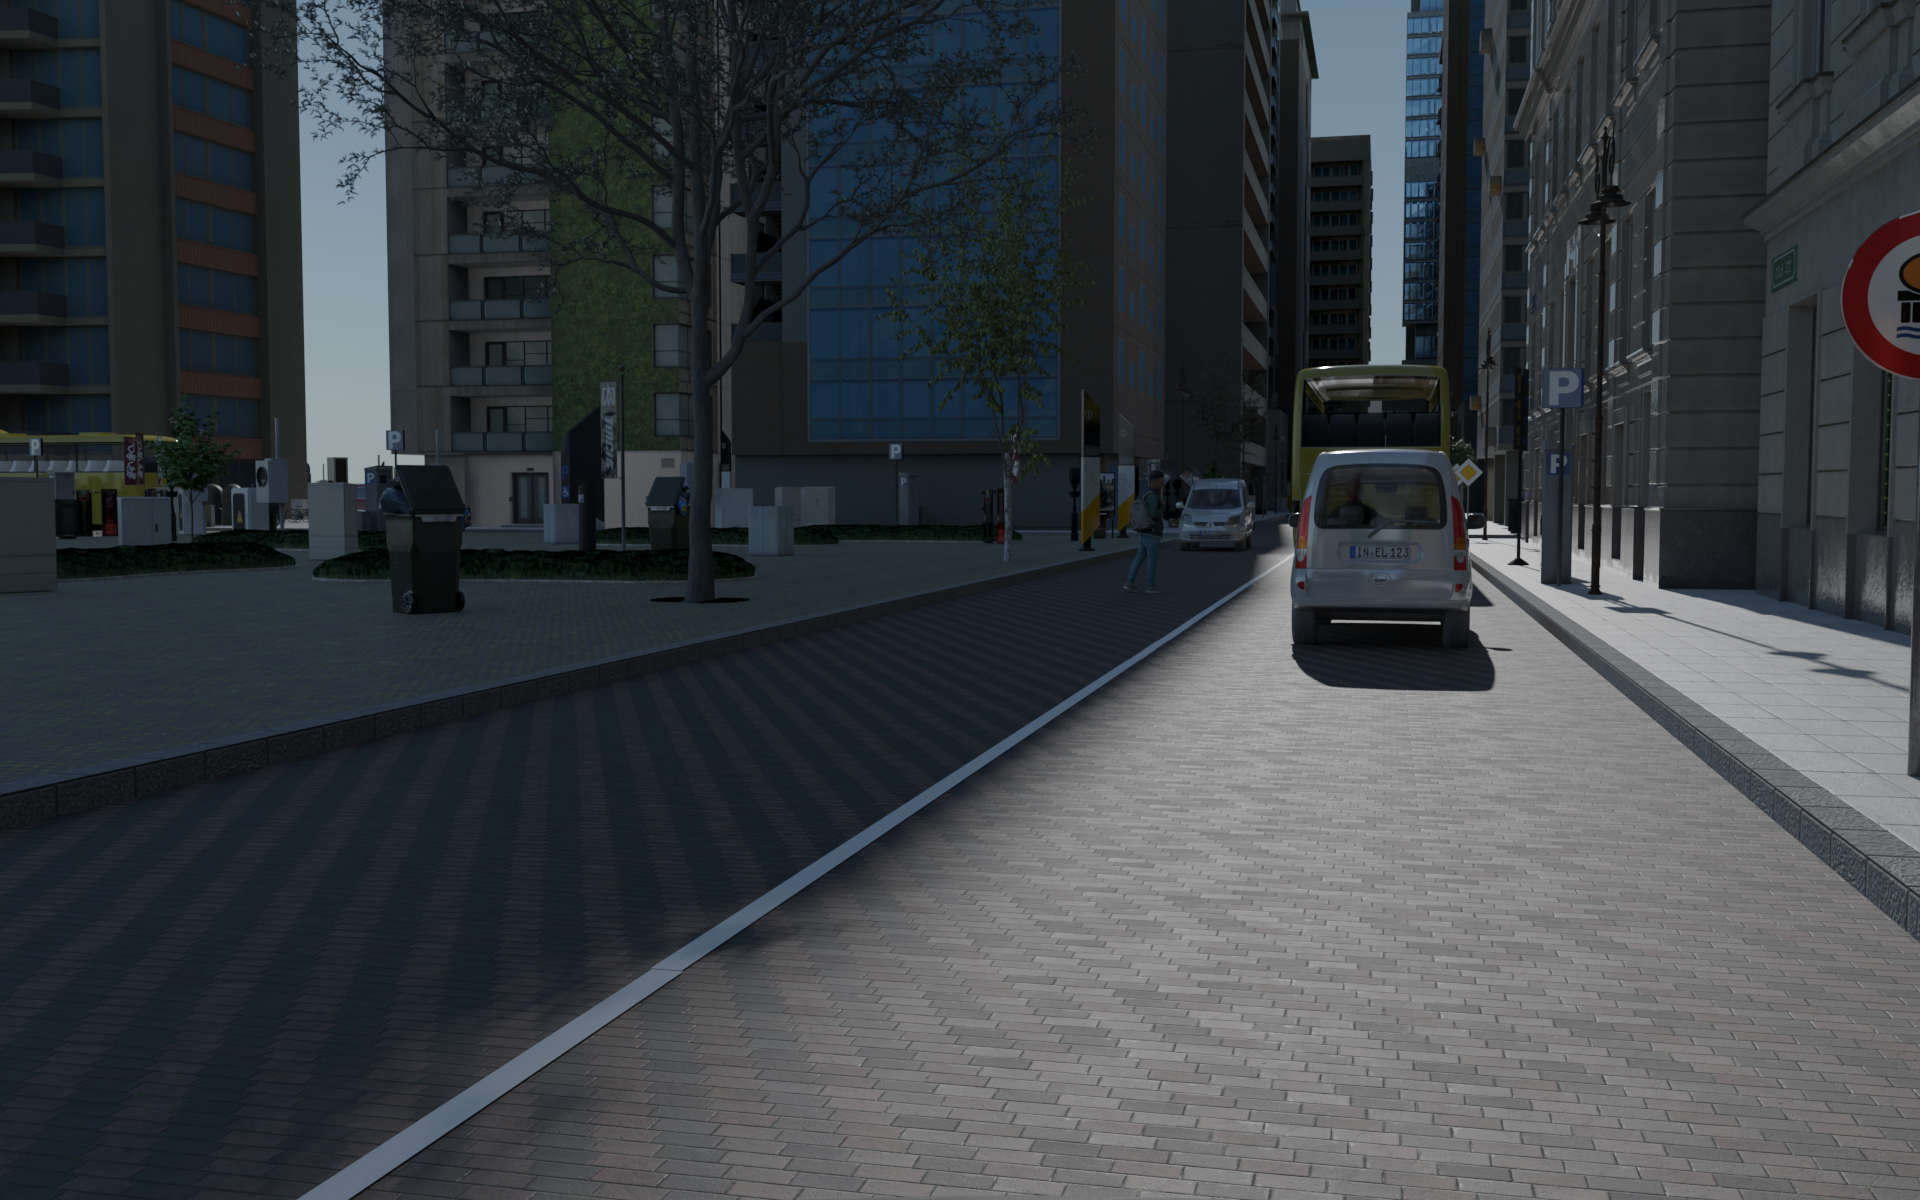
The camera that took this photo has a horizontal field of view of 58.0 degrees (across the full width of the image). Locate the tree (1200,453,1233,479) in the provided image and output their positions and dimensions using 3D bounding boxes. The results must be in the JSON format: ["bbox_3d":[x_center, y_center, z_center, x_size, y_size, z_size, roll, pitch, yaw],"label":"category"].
[{"bbox_3d":[11.814,-5.282,80.969,1.663,3.219,1.824,0,3,0],"label":"tree"}]

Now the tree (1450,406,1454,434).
[{"bbox_3d":[33.110,-10.630,124.163,4.737,8.622,4.395,0,3,0],"label":"tree"}]

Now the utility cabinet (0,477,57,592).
[{"bbox_3d":[-12.384,-0.842,22.441,0.318,1.500,1.173,2,4,35],"label":"utility cabinet"}]

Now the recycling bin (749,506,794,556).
[{"bbox_3d":[-3.925,-1.436,36.038,0.722,1.027,0.722,1,4,22],"label":"recycling bin"}]

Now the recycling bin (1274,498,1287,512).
[{"bbox_3d":[23.394,-6.956,126.290,0.722,1.027,0.722,2,4,35],"label":"recycling bin"}]

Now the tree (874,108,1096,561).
[{"bbox_3d":[0.746,-5.036,32.699,4.737,8.622,4.395,0,3,0],"label":"tree"}]

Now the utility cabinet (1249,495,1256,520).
[{"bbox_3d":[14.386,-4.529,85.203,0.306,1.237,1.020,1,4,11],"label":"utility cabinet"}]

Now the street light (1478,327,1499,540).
[{"bbox_3d":[14.628,-4.606,48.091,0.468,5.910,1.993,1,4,14],"label":"street light"}]

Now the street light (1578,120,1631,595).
[{"bbox_3d":[8.106,-3.006,21.931,0.468,5.910,1.993,1,4,14],"label":"street light"}]

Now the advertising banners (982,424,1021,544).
[{"bbox_3d":[1.056,-2.937,44.213,0.090,3.025,2.074,-2,4,-26],"label":"advertising banners"}]

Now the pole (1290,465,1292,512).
[{"bbox_3d":[23.308,-7.813,121.580,0.158,3.312,0.155,0,3,0],"label":"pole"}]

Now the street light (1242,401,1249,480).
[{"bbox_3d":[14.095,-6.929,86.069,0.468,5.910,1.993,1,4,14],"label":"street light"}]

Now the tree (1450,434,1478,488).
[{"bbox_3d":[26.162,-6.667,92.716,4.285,4.588,4.351,0,3,0],"label":"tree"}]

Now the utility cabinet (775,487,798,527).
[{"bbox_3d":[-5.292,-2.744,53.545,0.318,1.500,1.173,2,4,27],"label":"utility cabinet"}]

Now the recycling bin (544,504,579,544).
[{"bbox_3d":[-10.250,-1.960,44.593,0.722,1.027,0.722,-3,4,-36],"label":"recycling bin"}]

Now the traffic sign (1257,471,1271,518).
[{"bbox_3d":[16.608,-5.789,94.755,0.768,2.556,0.104,1,4,21],"label":"traffic sign"}]

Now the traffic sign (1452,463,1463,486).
[{"bbox_3d":[16.149,-3.224,56.349,0.795,2.450,0.064,1,4,14],"label":"traffic sign"}]

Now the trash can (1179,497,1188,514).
[{"bbox_3d":[11.144,-4.508,85.363,0.748,1.137,0.748,0,3,0],"label":"trash can"}]

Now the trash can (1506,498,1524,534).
[{"bbox_3d":[18.155,-2.735,56.365,0.748,1.137,0.748,0,3,0],"label":"trash can"}]

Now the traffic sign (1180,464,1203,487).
[{"bbox_3d":[7.806,-3.350,58.407,0.795,2.450,0.064,1,4,14],"label":"traffic sign"}]

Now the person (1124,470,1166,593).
[{"bbox_3d":[2.746,-0.993,25.086,0.721,1.781,0.623,-2,4,-28],"label":"person"}]

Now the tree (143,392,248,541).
[{"bbox_3d":[-14.772,-2.351,33.047,1.663,3.219,1.824,0,3,0],"label":"tree"}]

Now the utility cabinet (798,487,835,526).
[{"bbox_3d":[-4.284,-2.660,52.170,1.173,1.500,0.318,3,5,40],"label":"utility cabinet"}]

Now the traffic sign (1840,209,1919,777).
[{"bbox_3d":[4.356,-0.471,7.806,0.768,2.556,0.104,1,4,18],"label":"traffic sign"}]

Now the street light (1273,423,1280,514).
[{"bbox_3d":[20.481,-8.531,112.262,0.468,5.910,1.993,1,4,14],"label":"street light"}]

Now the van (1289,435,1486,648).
[{"bbox_3d":[4.331,-0.652,17.677,2.013,2.044,4.112,1,4,15],"label":"van"}]

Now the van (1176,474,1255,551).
[{"bbox_3d":[6.658,-2.315,44.855,2.013,2.044,4.112,1,4,13],"label":"van"}]

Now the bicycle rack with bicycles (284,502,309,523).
[{"bbox_3d":[-29.120,-3.947,77.910,2.925,0.926,2.852,1,4,15],"label":"bicycle rack with bicycles"}]

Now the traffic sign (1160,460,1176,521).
[{"bbox_3d":[5.905,-2.875,50.650,0.795,2.450,0.064,1,4,14],"label":"traffic sign"}]

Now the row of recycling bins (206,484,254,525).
[{"bbox_3d":[-30.302,-3.926,71.300,3.534,1.692,1.069,0,4,4],"label":"row of recycling bins"}]

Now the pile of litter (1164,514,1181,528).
[{"bbox_3d":[8.497,-3.204,66.356,1.719,0.858,1.176,-1,4,-13],"label":"pile of litter"}]

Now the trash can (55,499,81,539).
[{"bbox_3d":[-25.405,-2.300,49.262,0.748,1.137,0.748,0,3,0],"label":"trash can"}]

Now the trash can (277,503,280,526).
[{"bbox_3d":[-27.885,-3.584,70.245,0.748,1.137,0.748,0,3,0],"label":"trash can"}]

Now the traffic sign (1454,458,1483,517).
[{"bbox_3d":[14.249,-2.749,48.592,0.795,2.450,0.064,1,4,14],"label":"traffic sign"}]

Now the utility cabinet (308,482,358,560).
[{"bbox_3d":[-12.057,-1.508,33.329,1.173,1.500,0.318,3,4,37],"label":"utility cabinet"}]

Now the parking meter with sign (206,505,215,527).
[{"bbox_3d":[-29.764,-4.326,66.986,1.738,3.016,0.543,0,4,2],"label":"parking meter with sign"}]

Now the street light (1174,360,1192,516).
[{"bbox_3d":[7.697,-5.327,59.878,0.468,5.910,1.993,1,4,14],"label":"street light"}]

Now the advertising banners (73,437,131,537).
[{"bbox_3d":[-25.795,-3.440,52.427,0.090,3.025,2.074,3,4,38],"label":"advertising banners"}]

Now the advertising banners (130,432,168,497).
[{"bbox_3d":[-23.394,-3.303,50.186,0.090,3.025,2.074,0,4,-1],"label":"advertising banners"}]

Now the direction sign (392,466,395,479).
[{"bbox_3d":[-45.326,-8.981,138.836,0.876,3.537,0.379,-1,4,-16],"label":"direction sign"}]

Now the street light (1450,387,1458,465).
[{"bbox_3d":[21.340,-6.267,75.252,0.468,5.910,1.993,1,4,14],"label":"street light"}]

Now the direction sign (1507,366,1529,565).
[{"bbox_3d":[10.084,-2.396,31.172,0.379,3.537,0.876,2,4,32],"label":"direction sign"}]

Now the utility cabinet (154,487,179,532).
[{"bbox_3d":[-25.834,-2.955,56.991,1.173,1.500,0.318,-1,4,-11],"label":"utility cabinet"}]

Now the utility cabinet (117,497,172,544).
[{"bbox_3d":[-17.686,-1.616,37.588,1.020,1.237,0.306,-3,5,-43],"label":"utility cabinet"}]

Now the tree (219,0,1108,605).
[{"bbox_3d":[-2.953,-6.722,20.276,12.009,13.543,11.850,0,3,0],"label":"tree"}]

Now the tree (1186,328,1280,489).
[{"bbox_3d":[11.752,-7.710,76.415,4.360,8.622,3.978,0,3,0],"label":"tree"}]

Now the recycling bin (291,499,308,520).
[{"bbox_3d":[-32.881,-4.523,86.498,0.722,1.027,0.722,1,4,16],"label":"recycling bin"}]

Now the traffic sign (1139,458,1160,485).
[{"bbox_3d":[5.376,-2.884,49.288,0.606,2.300,0.079,1,4,20],"label":"traffic sign"}]
